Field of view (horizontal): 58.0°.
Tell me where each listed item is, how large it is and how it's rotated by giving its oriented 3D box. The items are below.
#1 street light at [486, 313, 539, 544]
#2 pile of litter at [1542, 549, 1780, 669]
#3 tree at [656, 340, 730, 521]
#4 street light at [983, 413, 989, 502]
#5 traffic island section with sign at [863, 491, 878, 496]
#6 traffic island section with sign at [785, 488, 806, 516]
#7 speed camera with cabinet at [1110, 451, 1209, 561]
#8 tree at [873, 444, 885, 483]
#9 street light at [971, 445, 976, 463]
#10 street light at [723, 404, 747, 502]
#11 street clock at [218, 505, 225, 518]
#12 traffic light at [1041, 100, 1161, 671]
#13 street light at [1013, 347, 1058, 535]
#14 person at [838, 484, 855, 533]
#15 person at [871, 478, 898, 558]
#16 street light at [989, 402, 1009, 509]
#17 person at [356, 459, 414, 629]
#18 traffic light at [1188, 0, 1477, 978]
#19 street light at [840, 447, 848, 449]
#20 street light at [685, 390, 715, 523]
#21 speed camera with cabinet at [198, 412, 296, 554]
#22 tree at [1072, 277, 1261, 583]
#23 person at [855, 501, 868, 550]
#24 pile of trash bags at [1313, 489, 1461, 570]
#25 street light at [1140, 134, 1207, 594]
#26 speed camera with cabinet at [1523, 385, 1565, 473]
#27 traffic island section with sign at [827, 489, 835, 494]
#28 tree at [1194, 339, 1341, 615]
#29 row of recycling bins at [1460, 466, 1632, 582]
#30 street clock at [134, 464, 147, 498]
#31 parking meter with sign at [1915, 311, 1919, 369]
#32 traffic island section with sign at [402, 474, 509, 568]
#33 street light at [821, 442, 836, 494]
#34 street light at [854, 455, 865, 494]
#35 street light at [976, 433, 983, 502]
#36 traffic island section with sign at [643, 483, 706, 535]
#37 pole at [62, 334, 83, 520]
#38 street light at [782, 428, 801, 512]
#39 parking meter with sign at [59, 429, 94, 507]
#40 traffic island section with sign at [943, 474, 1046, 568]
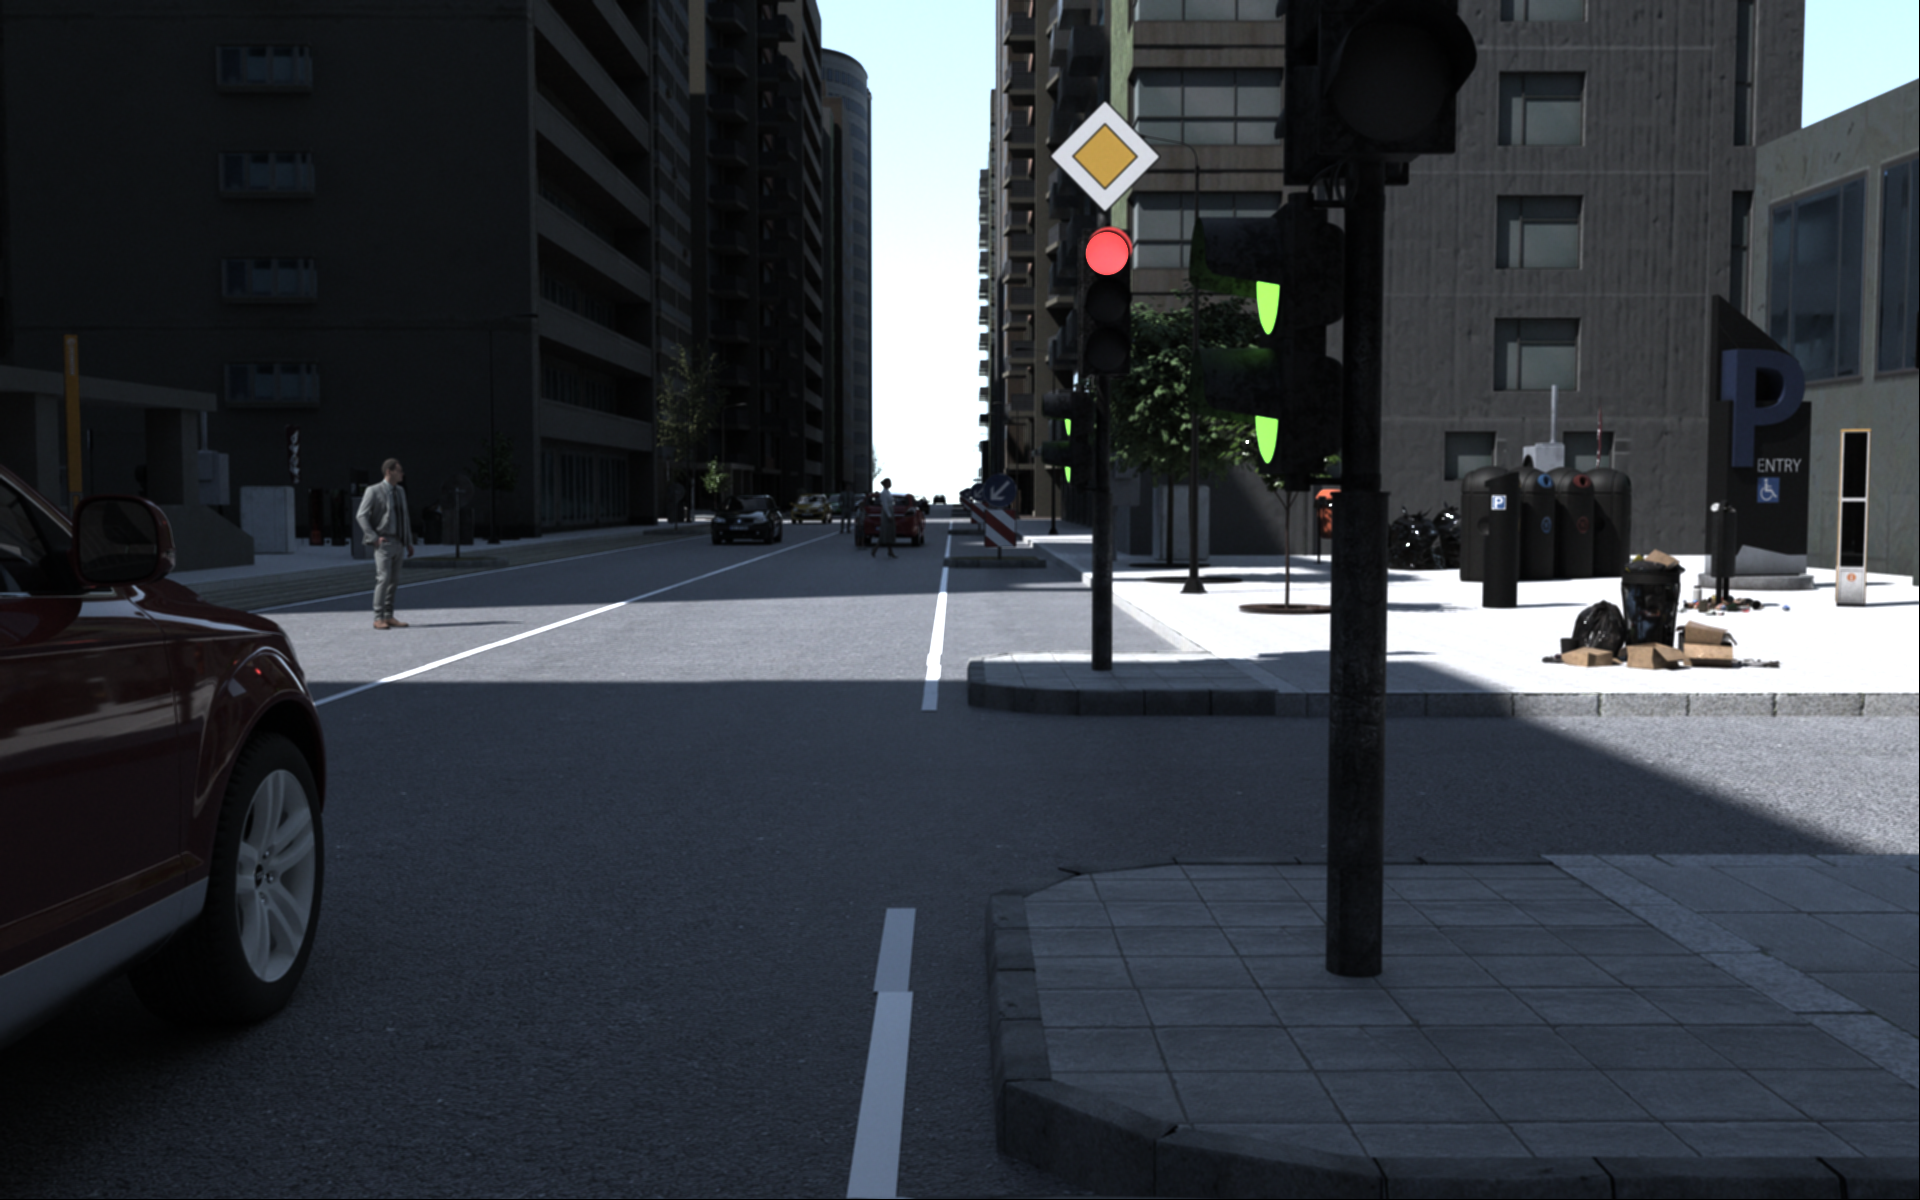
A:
[{"bbox_3d":[-11.483,-4.400,44.482,1.470,5.913,1.316,0,4,0],"label":"street light"},{"bbox_3d":[5.326,0.054,13.090,1.719,0.858,1.176,1,4,22],"label":"pile of litter"},{"bbox_3d":[-12.919,-8.067,82.251,4.737,8.622,4.395,0,3,0],"label":"tree"},{"bbox_3d":[2.213,-7.747,99.201,1.470,5.913,1.316,0,4,0],"label":"street light"},{"bbox_3d":[-10.495,-11.396,194.958,1.989,1.847,2.006,0,4,0],"label":"traffic island section with sign"},{"bbox_3d":[-10.238,-6.335,112.208,1.989,1.847,2.006,0,4,0],"label":"traffic island section with sign"},{"bbox_3d":[3.741,-2.385,33.329,2.038,3.252,0.660,-1,4,-9],"label":"speed camera with cabinet"},{"bbox_3d":[-12.683,-18.173,247.492,4.360,8.622,3.978,0,3,0],"label":"tree"},{"bbox_3d":[1.999,-11.725,164.244,1.470,5.913,1.316,0,4,0],"label":"street light"},{"bbox_3d":[-11.601,-7.119,88.931,1.470,5.913,1.316,0,4,0],"label":"street light"},{"bbox_3d":[-16.319,-2.058,38.214,0.471,2.002,0.358,3,5,45],"label":"street clock"},{"bbox_3d":[1.018,-1.444,12.537,0.839,4.253,0.868,0,4,0],"label":"traffic light"},{"bbox_3d":[2.425,-5.031,54.801,1.470,5.913,1.316,0,4,0],"label":"street light"},{"bbox_3d":[-4.189,-3.395,64.114,0.635,1.810,0.391,-1,4,-16],"label":"person"},{"bbox_3d":[-1.707,-1.851,38.991,0.641,1.798,0.478,1,4,22],"label":"person"},{"bbox_3d":[2.359,-7.043,87.688,1.470,5.913,1.316,0,4,0],"label":"street light"},{"bbox_3d":[-6.149,-0.612,18.610,0.391,1.810,0.635,1,4,16],"label":"person"},{"bbox_3d":[1.043,-0.956,4.552,0.839,4.253,0.868,0,4,0],"label":"traffic light"},{"bbox_3d":[-11.890,-12.228,172.469,1.470,5.913,1.316,0,4,0],"label":"street light"},{"bbox_3d":[-11.585,-6.399,77.161,1.470,5.913,1.316,0,4,0],"label":"street light"},{"bbox_3d":[-15.382,-2.615,37.092,2.038,3.252,0.660,0,4,-4],"label":"speed camera with cabinet"},{"bbox_3d":[3.454,-2.556,25.499,4.285,4.588,4.351,0,3,0],"label":"tree"},{"bbox_3d":[-2.544,-1.932,44.765,0.332,1.250,0.352,-2,4,-24],"label":"person"},{"bbox_3d":[7.502,-1.287,30.790,1.912,1.369,3.447,-2,4,-29],"label":"pile of trash bags"},{"bbox_3d":[2.490,-3.043,22.286,1.470,5.913,1.316,0,4,0],"label":"street light"},{"bbox_3d":[10.603,-2.317,32.225,0.660,3.252,2.038,0,4,-1],"label":"speed camera with cabinet"},{"bbox_3d":[-10.324,-8.013,139.638,1.989,1.847,2.006,0,4,0],"label":"traffic island section with sign"},{"bbox_3d":[3.651,-1.476,18.737,1.663,3.219,1.824,0,3,0],"label":"tree"},{"bbox_3d":[8.869,-1.172,26.269,3.534,1.692,1.069,-2,4,-35],"label":"row of recycling bins"},{"bbox_3d":[-19.777,-2.293,42.060,0.358,2.002,0.471,1,4,10],"label":"street clock"},{"bbox_3d":[9.800,-1.206,15.974,0.543,3.016,1.738,-2,4,-35],"label":"parking meter with sign"},{"bbox_3d":[-9.995,-1.556,34.074,1.989,1.847,2.006,0,4,0],"label":"traffic island section with sign"},{"bbox_3d":[-11.705,-11.054,153.274,1.470,5.913,1.316,0,4,0],"label":"street light"},{"bbox_3d":[-11.979,-14.227,205.144,1.470,5.913,1.316,0,4,0],"label":"street light"},{"bbox_3d":[2.179,-9.761,132.137,1.470,5.913,1.316,0,4,0],"label":"street light"},{"bbox_3d":[-10.085,-3.228,61.411,1.989,1.847,2.006,0,4,0],"label":"traffic island section with sign"},{"bbox_3d":[-11.388,-1.738,22.259,0.158,3.312,0.155,0,3,0],"label":"pole"},{"bbox_3d":[-11.766,-9.087,121.112,1.470,5.913,1.316,0,4,0],"label":"street light"},{"bbox_3d":[-23.907,-3.033,45.856,1.738,3.016,0.543,-2,4,-30],"label":"parking meter with sign"},{"bbox_3d":[0.667,-1.577,34.408,1.989,1.847,2.006,0,4,0],"label":"traffic island section with sign"}]
